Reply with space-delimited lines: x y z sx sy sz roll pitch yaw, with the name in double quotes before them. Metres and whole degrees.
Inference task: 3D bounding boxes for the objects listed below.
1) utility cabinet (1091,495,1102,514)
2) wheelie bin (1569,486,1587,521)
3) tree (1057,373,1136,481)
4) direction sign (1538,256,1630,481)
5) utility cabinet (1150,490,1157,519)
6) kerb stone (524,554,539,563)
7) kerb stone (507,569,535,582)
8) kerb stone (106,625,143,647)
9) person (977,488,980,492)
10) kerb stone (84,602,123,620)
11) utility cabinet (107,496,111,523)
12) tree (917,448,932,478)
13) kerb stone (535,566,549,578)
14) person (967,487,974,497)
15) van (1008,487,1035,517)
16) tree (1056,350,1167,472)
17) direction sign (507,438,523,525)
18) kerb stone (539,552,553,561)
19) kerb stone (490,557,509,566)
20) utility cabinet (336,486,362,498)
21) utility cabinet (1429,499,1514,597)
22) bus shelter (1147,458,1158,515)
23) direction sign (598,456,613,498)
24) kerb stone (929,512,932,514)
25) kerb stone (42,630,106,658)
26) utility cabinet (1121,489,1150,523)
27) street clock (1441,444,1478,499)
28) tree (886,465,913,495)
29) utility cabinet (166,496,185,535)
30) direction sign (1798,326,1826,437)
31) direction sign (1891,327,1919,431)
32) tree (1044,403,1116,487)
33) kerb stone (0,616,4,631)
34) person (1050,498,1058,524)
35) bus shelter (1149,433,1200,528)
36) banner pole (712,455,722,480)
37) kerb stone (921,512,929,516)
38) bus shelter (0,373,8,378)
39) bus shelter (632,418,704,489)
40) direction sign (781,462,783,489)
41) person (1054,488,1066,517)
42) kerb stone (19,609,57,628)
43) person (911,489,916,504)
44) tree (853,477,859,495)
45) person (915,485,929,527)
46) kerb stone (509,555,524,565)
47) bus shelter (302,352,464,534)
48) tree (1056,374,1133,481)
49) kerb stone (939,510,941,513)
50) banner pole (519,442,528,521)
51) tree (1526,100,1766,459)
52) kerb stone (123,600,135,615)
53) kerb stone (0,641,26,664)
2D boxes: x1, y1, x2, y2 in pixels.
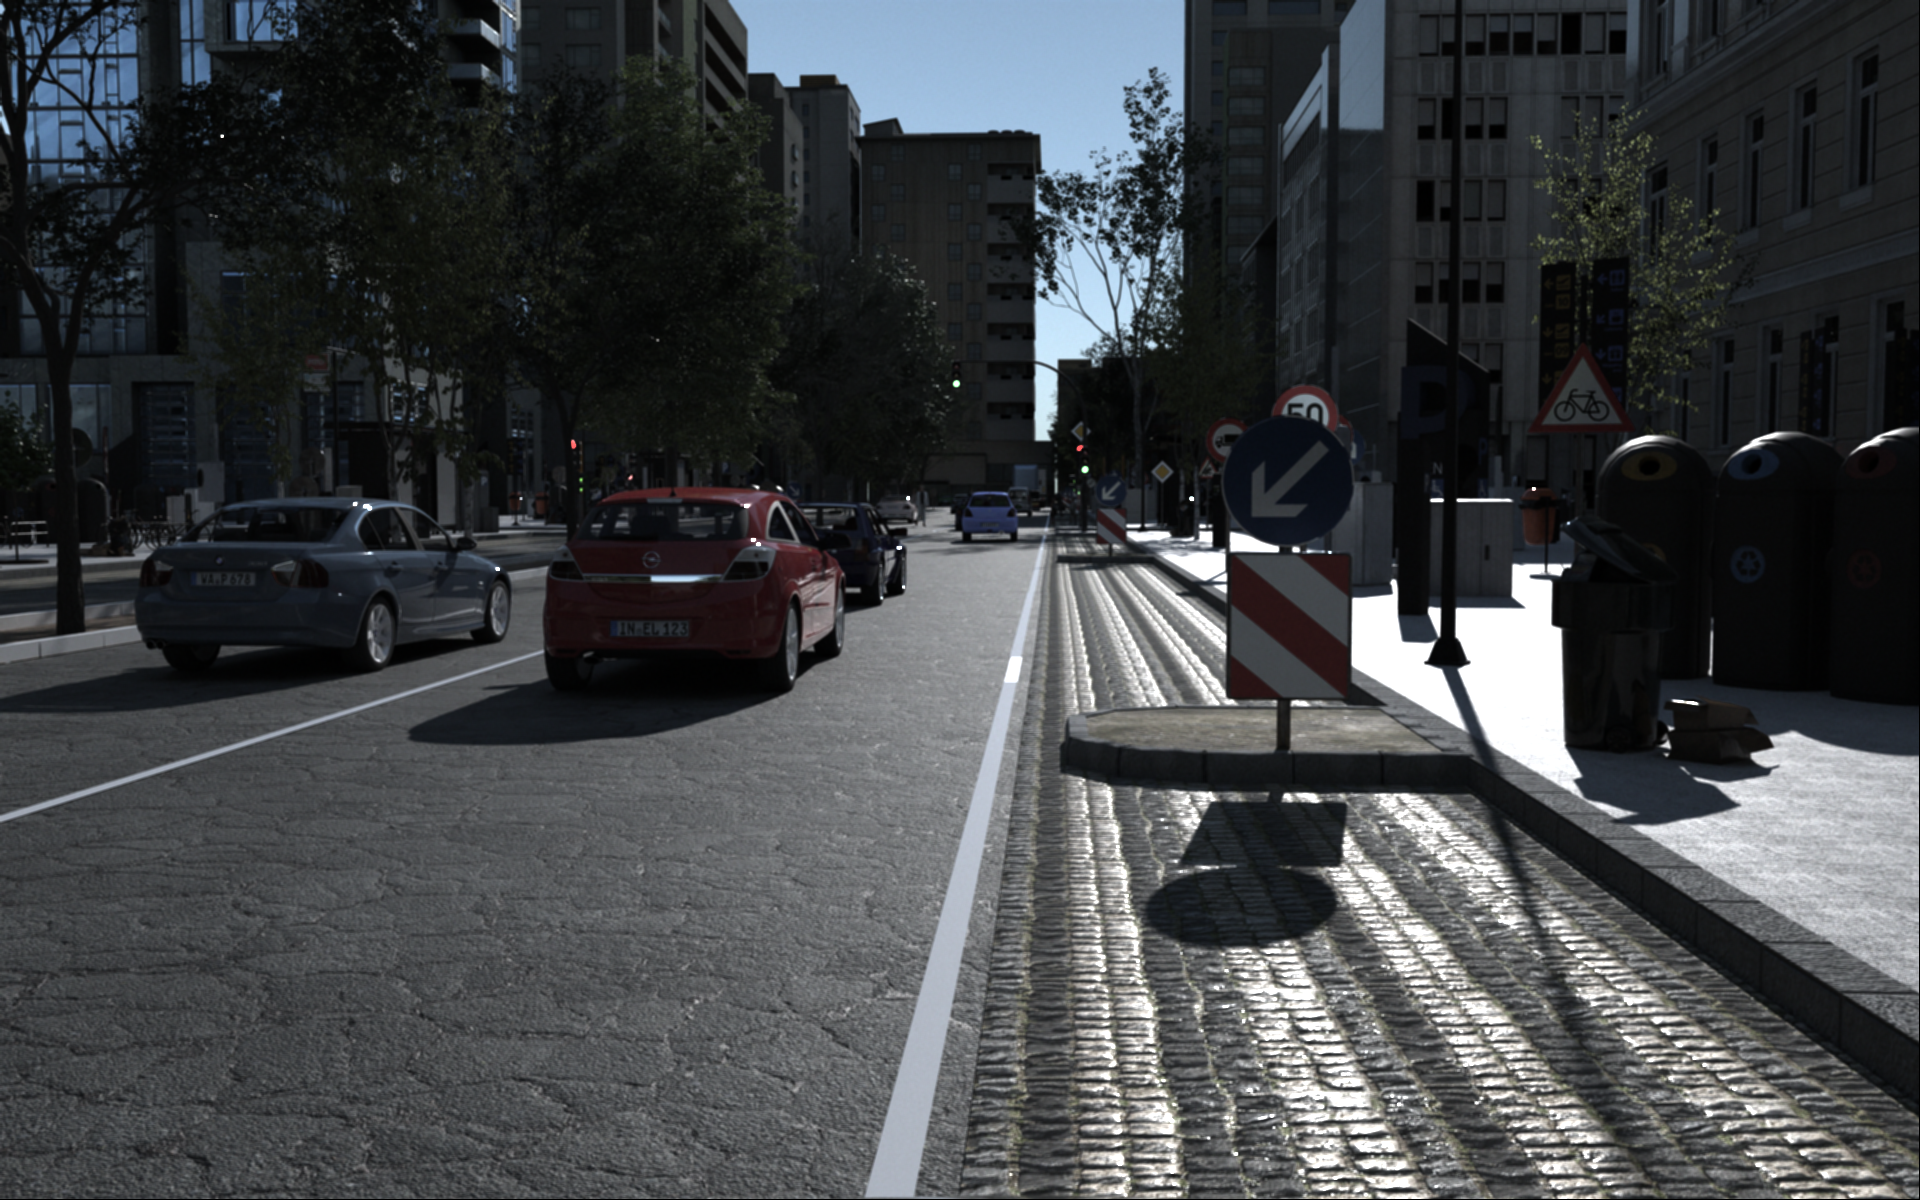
"utility cabinet" 8.906 -6.177 112.149 0.306 1.237 1.020 -2 4 -32
"wheelie bin" 23.536 -3.568 66.243 0.693 1.594 0.980 -1 4 -23
"tree" 12.739 -14.934 162.294 7.486 12.596 7.792 0 3 0
"direction sign" 6.058 -1.523 16.902 0.876 3.537 0.379 3 5 45
"utility cabinet" 9.364 -4.824 87.545 1.173 1.500 0.318 1 4 23
"kerb stone" -9.052 -0.856 36.186 0.120 0.150 1.000 0 4 3
"kerb stone" -7.348 -0.405 28.931 0.120 0.150 1.000 0 4 3
"kerb stone" -8.013 0.338 16.662 0.120 0.150 1.000 0 4 3
"person" 1.120 -6.031 107.063 0.822 1.834 0.622 -3 5 -41
"kerb stone" -9.946 0.144 19.846 0.120 0.150 1.000 0 4 3
"utility cabinet" -34.519 -3.574 69.595 0.306 1.237 1.020 3 4 37
"tree" -7.522 -17.307 217.375 8.767 10.594 7.601 -2 4 -25
"kerb stone" -7.295 -0.470 29.956 0.120 0.150 1.000 0 4 3
"person" 0.778 -6.224 110.043 0.659 1.850 0.755 -1 4 -16
"van" 3.788 -6.365 111.080 2.013 2.044 4.112 0 4 4
"tree" 9.859 -10.855 111.896 7.601 10.594 8.767 -1 4 -9
"direction sign" -18.180 -4.822 70.829 0.379 3.537 0.876 2 4 30
"kerb stone" -8.995 -0.919 37.214 0.120 0.150 1.000 0 4 3
"kerb stone" -9.160 -0.728 34.143 0.120 0.150 1.000 0 4 3
"utility cabinet" -16.345 -2.303 46.334 0.318 1.500 1.173 -3 4 -39
"utility cabinet" 6.386 -0.646 21.717 1.020 1.237 0.306 0 4 5
"bus shelter" 10.987 -5.958 91.343 2.014 3.302 5.546 0 4 3
"direction sign" -20.864 -6.731 102.041 0.876 3.537 0.379 -2 4 -30
"kerb stone" -2.238 -6.143 122.673 0.120 0.150 1.000 0 4 3
"kerb stone" -8.067 0.401 15.641 0.120 0.150 1.000 0 4 3
"utility cabinet" 7.673 -4.137 76.320 1.173 1.500 0.318 -2 4 -29
"street clock" 7.179 -1.245 24.931 0.471 2.002 0.358 -1 4 -9
"tree" -9.530 -13.866 161.125 7.601 10.594 8.767 -2 4 -27
"utility cabinet" -23.624 -2.542 52.723 0.306 1.237 1.020 2 4 27
"direction sign" 11.714 -1.950 23.881 0.379 3.537 0.876 0 4 7
"direction sign" 13.003 -1.948 23.843 0.876 3.537 0.379 -3 5 -41
"tree" 15.518 -19.088 218.739 9.857 13.997 8.962 0 3 0
"kerb stone" -10.051 0.269 17.798 0.120 0.150 1.000 0 4 3
"person" 4.412 -4.175 81.430 0.362 1.253 0.373 -3 5 -44
"bus shelter" 8.580 -4.769 69.257 1.731 3.624 6.357 0 4 3
"banner pole" -15.677 -7.474 112.216 0.863 3.779 0.401 -2 4 -26
"kerb stone" -2.411 -5.952 119.607 0.120 0.150 1.000 0 4 3
"bus shelter" -19.668 -2.431 31.038 1.731 3.624 6.357 0 4 3
"bus shelter" -14.823 -6.708 87.311 2.179 5.291 8.768 0 4 3
"direction sign" -12.558 -7.967 122.254 0.379 3.537 0.876 0 4 -2
"person" 6.273 -6.193 109.718 0.822 1.834 0.622 0 4 7
"kerb stone" -10.003 0.207 18.819 0.120 0.150 1.000 0 4 3
"person" -2.530 -5.383 97.183 0.598 1.740 0.731 -3 5 -41
"tree" -10.293 -10.979 174.109 1.663 3.219 1.824 0 3 0
"person" -1.703 -4.151 76.248 0.514 1.842 0.818 -2 4 -27
"kerb stone" -9.116 -0.789 35.164 0.120 0.150 1.000 0 4 3
"bus shelter" -17.291 -4.519 51.521 2.179 5.291 8.768 0 4 3
"tree" 12.076 -13.639 148.754 9.928 11.665 9.643 0 3 0
"kerb stone" -1.740 -6.707 131.891 0.120 0.150 1.000 0 4 3
"banner pole" -21.013 -5.716 83.480 0.401 3.779 0.863 0 4 -2
"tree" 12.504 -5.036 32.698 4.360 8.622 3.978 0 3 0
"kerb stone" -9.889 0.081 20.866 0.120 0.150 1.000 0 4 3
"kerb stone" -8.125 0.463 14.621 0.120 0.150 1.000 0 4 3
